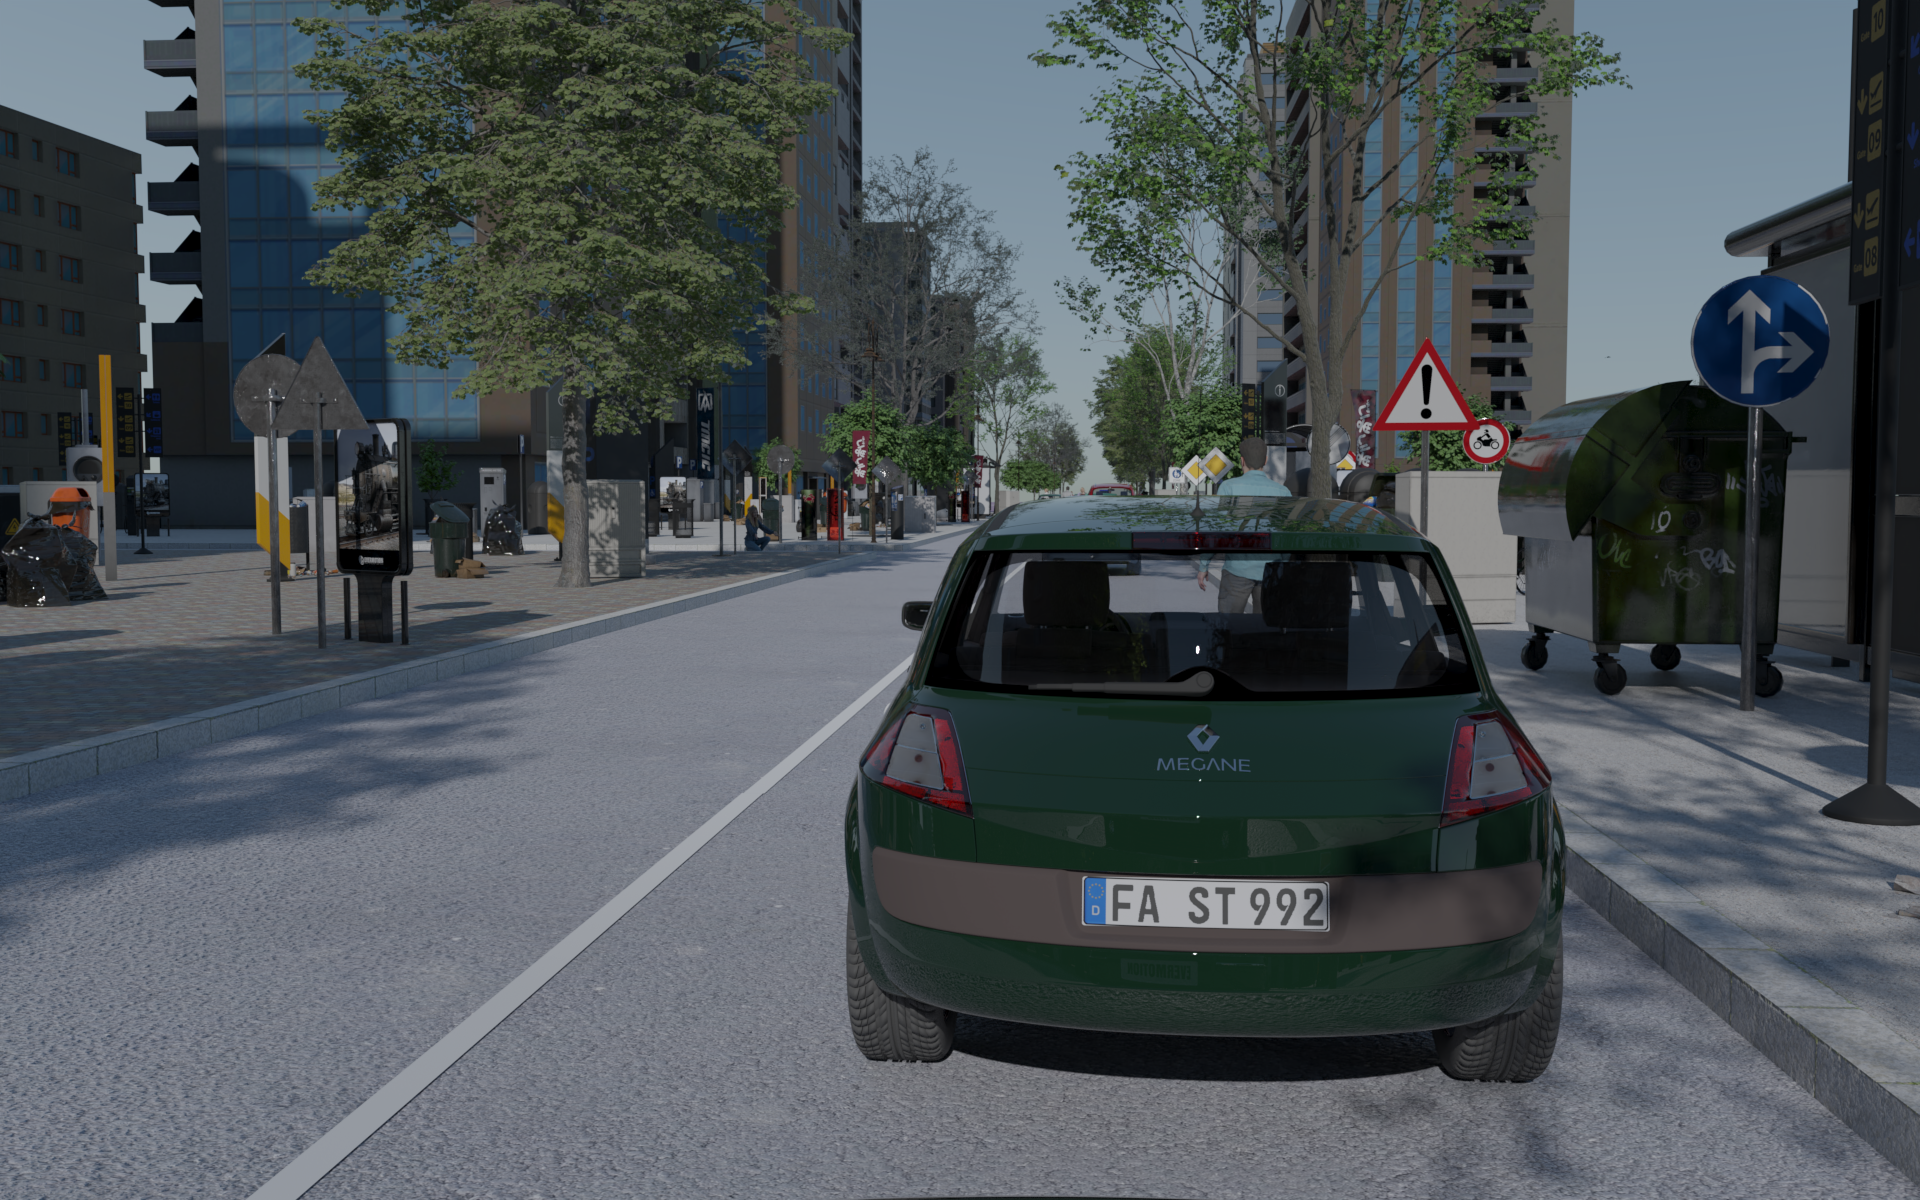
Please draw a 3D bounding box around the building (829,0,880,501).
[{"bbox_3d":[-17.521,-44.065,158.719,20.563,71.187,20.611,0,4,5],"label":"building"}]

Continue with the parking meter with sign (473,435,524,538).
[{"bbox_3d":[-13.756,-3.349,51.013,1.738,3.016,0.543,0,4,-3],"label":"parking meter with sign"}]

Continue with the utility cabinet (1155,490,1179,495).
[{"bbox_3d":[10.071,-4.635,84.454,1.173,1.500,0.318,-2,4,-25],"label":"utility cabinet"}]

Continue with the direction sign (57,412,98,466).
[{"bbox_3d":[-24.493,-3.428,48.045,0.876,3.537,0.379,-1,4,-21],"label":"direction sign"}]

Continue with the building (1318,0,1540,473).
[{"bbox_3d":[35.858,-29.653,134.938,14.600,45.320,14.200,0,4,5],"label":"building"}]

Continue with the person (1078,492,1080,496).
[{"bbox_3d":[10.073,-8.266,143.513,0.709,1.838,0.599,1,4,20],"label":"person"}]

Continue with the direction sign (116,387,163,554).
[{"bbox_3d":[-17.466,-2.748,36.934,0.876,3.537,0.379,-1,4,-22],"label":"direction sign"}]

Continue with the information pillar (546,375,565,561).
[{"bbox_3d":[-7.662,-2.554,33.115,0.183,3.616,0.504,3,5,42],"label":"information pillar"}]

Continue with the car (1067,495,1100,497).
[{"bbox_3d":[2.458,-1.213,31.835,2.014,1.417,4.499,0,4,6],"label":"car"}]

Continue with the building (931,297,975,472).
[{"bbox_3d":[-5.210,-30.147,264.610,14.160,30.474,14.107,0,4,5],"label":"building"}]

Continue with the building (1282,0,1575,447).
[{"bbox_3d":[40.268,-32.336,152.397,21.300,48.544,21.600,0,4,5],"label":"building"}]

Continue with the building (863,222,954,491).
[{"bbox_3d":[-16.733,-33.039,232.073,32.217,40.220,23.993,0,4,5],"label":"building"}]

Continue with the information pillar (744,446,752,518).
[{"bbox_3d":[-10.253,-5.654,83.793,0.183,3.616,0.504,-3,5,-44],"label":"information pillar"}]

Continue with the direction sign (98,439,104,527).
[{"bbox_3d":[-33.147,-4.574,66.790,0.379,3.537,0.876,1,4,18],"label":"direction sign"}]

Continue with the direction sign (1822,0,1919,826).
[{"bbox_3d":[3.631,-0.903,6.761,0.379,3.537,0.876,1,4,9],"label":"direction sign"}]

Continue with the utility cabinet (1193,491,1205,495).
[{"bbox_3d":[16.150,-6.615,116.827,0.318,1.500,1.173,3,4,38],"label":"utility cabinet"}]

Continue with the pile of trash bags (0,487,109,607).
[{"bbox_3d":[-11.296,-0.685,20.955,1.912,1.369,3.447,0,4,-8],"label":"pile of trash bags"}]

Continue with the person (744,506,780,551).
[{"bbox_3d":[-4.639,-1.607,40.270,0.738,1.151,1.012,3,4,38],"label":"person"}]

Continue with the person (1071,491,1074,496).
[{"bbox_3d":[11.788,-10.549,181.699,0.721,1.743,1.217,3,5,44],"label":"person"}]

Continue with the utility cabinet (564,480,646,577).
[{"bbox_3d":[-5.418,-1.087,26.452,1.173,1.500,0.318,-1,4,-23],"label":"utility cabinet"}]

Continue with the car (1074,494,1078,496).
[{"bbox_3d":[14.755,-12.378,214.379,2.014,1.417,4.499,0,4,4],"label":"car"}]

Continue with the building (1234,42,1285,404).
[{"bbox_3d":[47.663,-42.257,232.907,21.231,58.520,28.212,0,4,5],"label":"building"}]

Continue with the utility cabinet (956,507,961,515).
[{"bbox_3d":[0.339,-5.991,109.115,1.020,1.237,0.306,2,4,33],"label":"utility cabinet"}]

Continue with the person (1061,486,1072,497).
[{"bbox_3d":[5.493,-4.947,89.230,0.661,1.843,0.795,1,4,19],"label":"person"}]

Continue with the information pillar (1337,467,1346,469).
[{"bbox_3d":[10.263,-2.603,47.055,0.304,2.012,0.304,2,4,33],"label":"information pillar"}]

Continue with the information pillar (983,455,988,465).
[{"bbox_3d":[1.446,-6.936,104.762,0.504,3.616,0.183,0,4,8],"label":"information pillar"}]

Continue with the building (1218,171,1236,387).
[{"bbox_3d":[54.004,-41.116,261.481,28.713,52.752,27.495,0,4,5],"label":"building"}]

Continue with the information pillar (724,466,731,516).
[{"bbox_3d":[-13.642,-6.742,101.593,0.183,3.616,0.504,2,4,28],"label":"information pillar"}]

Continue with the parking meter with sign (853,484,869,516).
[{"bbox_3d":[-5.828,-6.436,101.494,0.543,3.016,1.738,2,4,29],"label":"parking meter with sign"}]

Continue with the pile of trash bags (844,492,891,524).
[{"bbox_3d":[-3.771,-3.994,75.047,3.447,1.369,1.912,1,4,9],"label":"pile of trash bags"}]

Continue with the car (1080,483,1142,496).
[{"bbox_3d":[5.384,-3.237,61.599,2.281,1.827,5.304,0,4,4],"label":"car"}]

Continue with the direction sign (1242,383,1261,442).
[{"bbox_3d":[6.127,-2.671,35.674,0.876,3.537,0.379,-2,4,-34],"label":"direction sign"}]

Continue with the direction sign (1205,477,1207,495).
[{"bbox_3d":[14.116,-6.395,96.560,0.379,3.537,0.876,-3,5,-40],"label":"direction sign"}]

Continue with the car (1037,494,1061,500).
[{"bbox_3d":[5.189,-5.364,99.493,2.131,1.459,4.920,0,4,4],"label":"car"}]

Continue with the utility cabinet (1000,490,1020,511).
[{"bbox_3d":[3.297,-6.314,111.912,1.173,1.500,0.318,-2,4,-35],"label":"utility cabinet"}]

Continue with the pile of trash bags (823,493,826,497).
[{"bbox_3d":[-7.087,-5.448,98.825,1.912,1.369,3.447,1,4,10],"label":"pile of trash bags"}]

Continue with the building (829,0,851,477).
[{"bbox_3d":[-23.495,-33.422,135.693,28.713,52.752,27.495,0,4,5],"label":"building"}]

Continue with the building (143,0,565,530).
[{"bbox_3d":[-21.479,-25.549,67.837,14.600,45.320,14.200,0,4,5],"label":"building"}]

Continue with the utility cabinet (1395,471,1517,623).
[{"bbox_3d":[4.864,-0.509,17.009,1.173,1.500,0.318,-1,4,-15],"label":"utility cabinet"}]

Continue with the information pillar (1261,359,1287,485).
[{"bbox_3d":[5.442,-2.364,30.005,0.504,3.616,0.183,-1,4,-23],"label":"information pillar"}]

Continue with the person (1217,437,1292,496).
[{"bbox_3d":[1.980,-0.202,11.816,0.660,1.820,0.620,-1,4,-13],"label":"person"}]

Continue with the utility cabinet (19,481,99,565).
[{"bbox_3d":[-15.803,-1.328,30.393,0.318,1.500,1.173,3,5,42],"label":"utility cabinet"}]

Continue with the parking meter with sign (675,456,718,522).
[{"bbox_3d":[-12.212,-5.112,79.847,1.738,3.016,0.543,1,4,17],"label":"parking meter with sign"}]

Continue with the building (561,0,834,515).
[{"bbox_3d":[-16.129,-28.236,111.768,14.600,45.320,14.200,0,4,5],"label":"building"}]

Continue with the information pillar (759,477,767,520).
[{"bbox_3d":[-8.635,-4.362,75.805,0.304,2.012,0.304,-1,4,-16],"label":"information pillar"}]

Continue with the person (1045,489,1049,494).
[{"bbox_3d":[5.699,-6.413,113.575,0.641,1.798,0.478,-1,4,-13],"label":"person"}]

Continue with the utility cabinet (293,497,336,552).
[{"bbox_3d":[-14.339,-1.685,38.708,1.020,1.237,0.306,-3,5,-40],"label":"utility cabinet"}]

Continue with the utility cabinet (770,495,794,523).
[{"bbox_3d":[-7.955,-4.056,77.478,1.020,1.237,0.306,1,4,13],"label":"utility cabinet"}]

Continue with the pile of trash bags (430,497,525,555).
[{"bbox_3d":[-10.927,-1.650,36.729,3.447,1.369,1.912,0,4,-5],"label":"pile of trash bags"}]

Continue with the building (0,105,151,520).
[{"bbox_3d":[-57.106,-14.117,75.846,28.899,21.520,27.650,0,4,5],"label":"building"}]

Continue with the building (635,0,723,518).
[{"bbox_3d":[-20.908,-19.494,90.433,14.160,30.474,14.107,0,4,5],"label":"building"}]

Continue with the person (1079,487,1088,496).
[{"bbox_3d":[6.510,-5.052,91.289,0.537,1.800,0.526,0,4,8],"label":"person"}]

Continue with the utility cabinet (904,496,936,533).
[{"bbox_3d":[-1.317,-2.829,57.408,1.020,1.237,0.306,1,4,13],"label":"utility cabinet"}]

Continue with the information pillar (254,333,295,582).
[{"bbox_3d":[-9.990,-2.068,25.168,0.183,3.616,0.504,3,4,39],"label":"information pillar"}]

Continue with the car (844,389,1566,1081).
[{"bbox_3d":[0.730,0.250,5.697,2.009,1.686,4.222,0,4,6],"label":"car"}]
